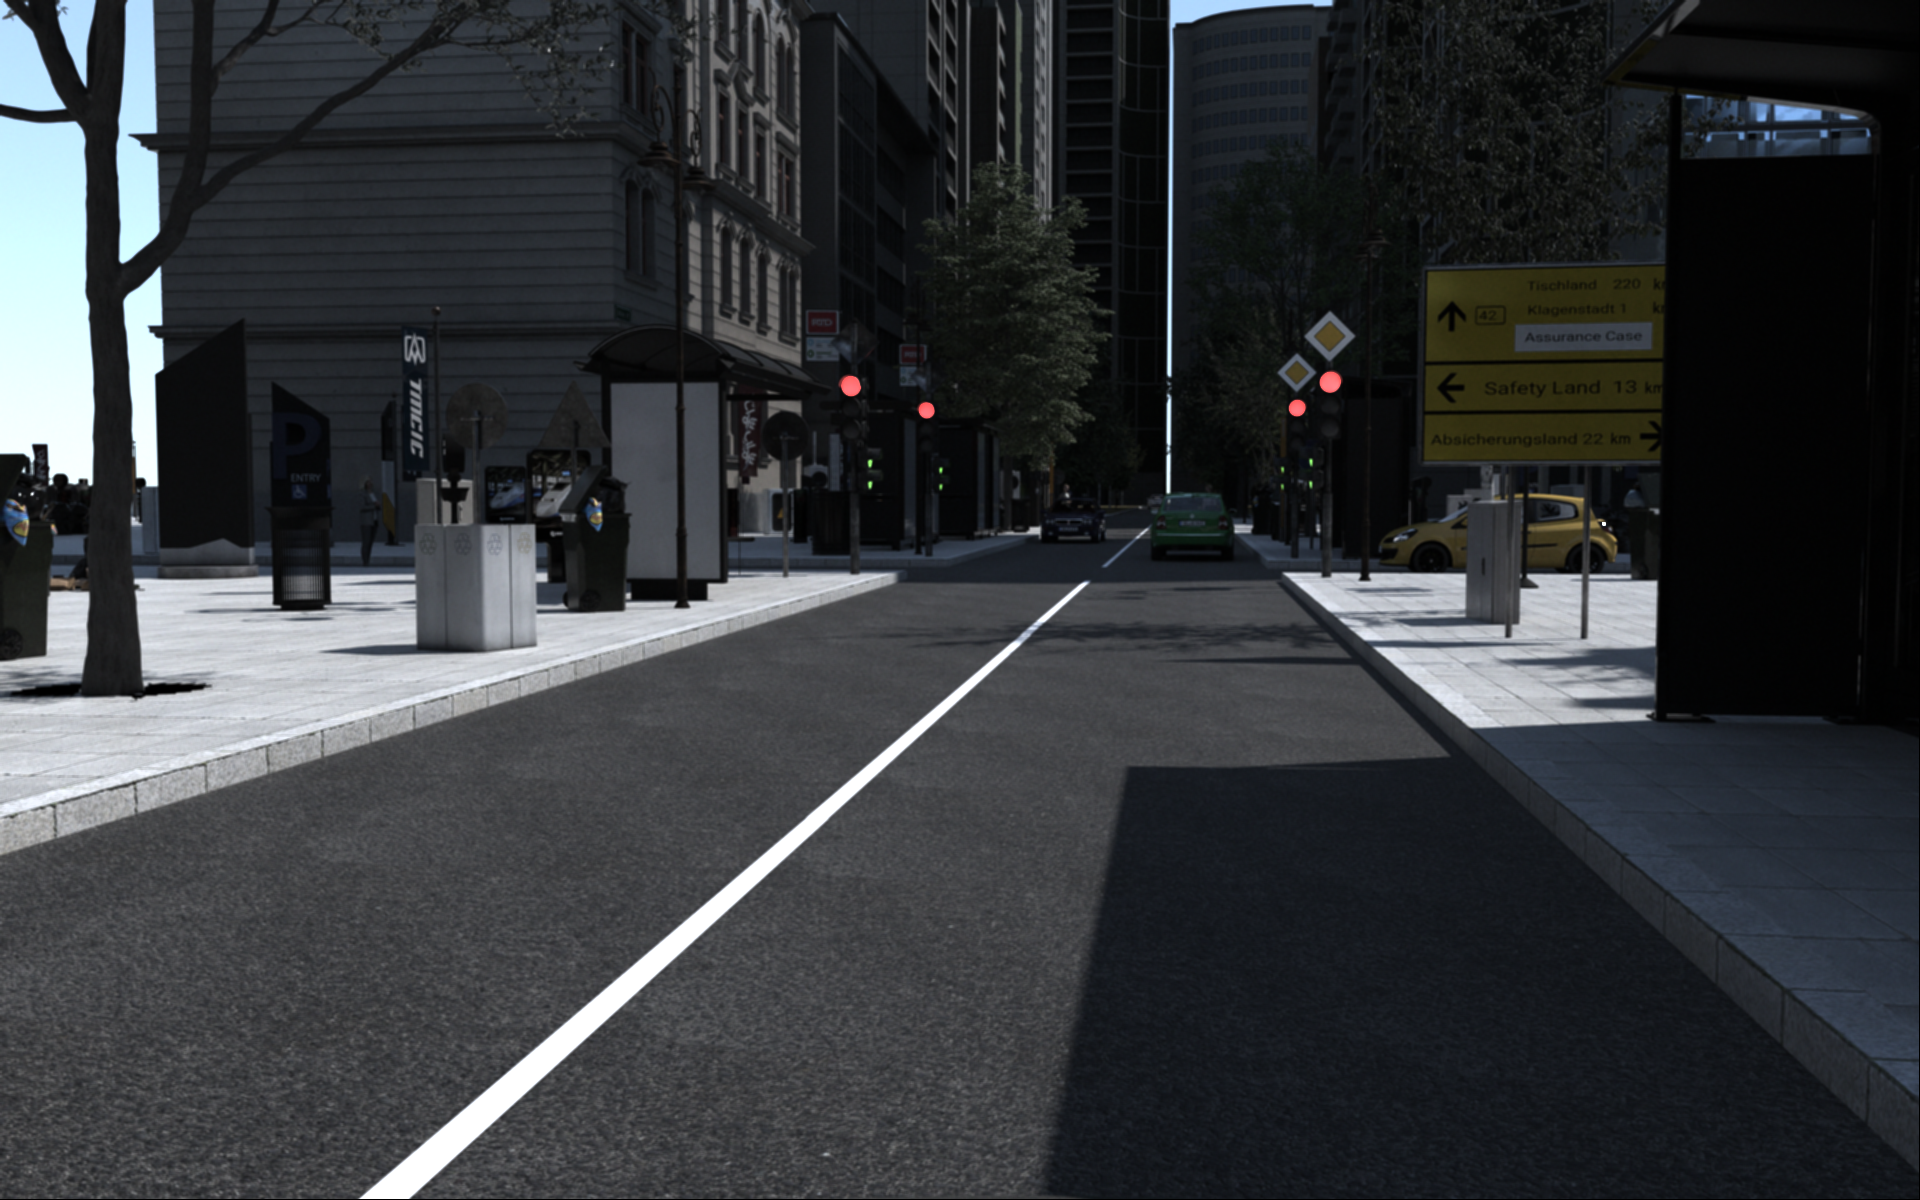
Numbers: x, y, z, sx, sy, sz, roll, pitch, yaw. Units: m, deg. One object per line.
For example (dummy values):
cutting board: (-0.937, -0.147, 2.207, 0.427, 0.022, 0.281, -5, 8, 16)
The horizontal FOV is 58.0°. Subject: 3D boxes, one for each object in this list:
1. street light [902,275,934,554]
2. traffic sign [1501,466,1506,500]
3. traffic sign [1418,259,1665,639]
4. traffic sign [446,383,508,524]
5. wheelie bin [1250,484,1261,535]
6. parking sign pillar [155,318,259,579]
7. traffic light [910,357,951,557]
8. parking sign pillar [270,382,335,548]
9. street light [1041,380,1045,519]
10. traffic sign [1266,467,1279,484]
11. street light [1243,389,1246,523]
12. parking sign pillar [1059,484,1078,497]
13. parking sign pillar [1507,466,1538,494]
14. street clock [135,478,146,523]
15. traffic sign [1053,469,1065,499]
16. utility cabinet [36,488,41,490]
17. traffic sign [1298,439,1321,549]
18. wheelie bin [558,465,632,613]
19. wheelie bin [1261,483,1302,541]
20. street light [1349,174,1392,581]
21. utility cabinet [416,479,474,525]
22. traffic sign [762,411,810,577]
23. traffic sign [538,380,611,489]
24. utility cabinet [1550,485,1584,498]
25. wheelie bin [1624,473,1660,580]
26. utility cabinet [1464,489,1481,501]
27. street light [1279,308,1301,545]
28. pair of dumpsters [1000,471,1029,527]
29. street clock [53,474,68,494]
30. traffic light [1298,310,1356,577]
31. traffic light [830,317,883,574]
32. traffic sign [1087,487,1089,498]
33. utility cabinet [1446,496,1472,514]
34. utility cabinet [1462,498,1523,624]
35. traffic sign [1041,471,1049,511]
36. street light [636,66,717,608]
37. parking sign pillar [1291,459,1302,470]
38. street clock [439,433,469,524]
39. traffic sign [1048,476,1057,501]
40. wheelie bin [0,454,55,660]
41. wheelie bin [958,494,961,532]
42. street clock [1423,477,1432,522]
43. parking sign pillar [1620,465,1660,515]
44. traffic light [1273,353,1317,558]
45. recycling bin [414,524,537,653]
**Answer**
street light: (-0.883, -3.910, 36.717, 0.468, 5.910, 1.993, 0, 4, 7)
traffic sign: (6.994, -1.235, 22.317, 0.606, 2.300, 0.079, 1, 4, 12)
traffic sign: (5.217, -1.311, 15.304, 2.265, 3.308, 0.079, 1, 4, 11)
traffic sign: (-5.536, -1.206, 19.832, 0.768, 2.556, 0.104, 1, 4, 11)
wheelie bin: (9.587, -2.851, 54.525, 0.693, 1.594, 0.980, 2, 4, 33)
parking sign pillar: (-11.609, -2.334, 26.634, 1.447, 3.967, 1.447, -1, 4, -12)
traffic light: (-0.623, -2.848, 35.487, 0.839, 4.253, 0.868, 0, 4, 7)
parking sign pillar: (-15.806, -3.245, 41.521, 1.447, 3.967, 1.447, 0, 4, -6)
street light: (3.371, -5.939, 69.891, 0.468, 5.910, 1.993, 0, 4, 7)
traffic sign: (14.115, -4.757, 77.883, 0.768, 2.556, 0.104, 1, 4, 17)
street light: (12.498, -6.308, 75.921, 0.468, 5.910, 1.993, 0, 4, 7)
parking sign pillar: (6.190, -6.792, 99.514, 1.447, 3.967, 1.447, -3, 5, -41)
parking sign pillar: (25.405, -5.395, 76.688, 1.447, 3.967, 1.447, -3, 4, -36)
street clock: (-36.199, -4.404, 76.571, 0.358, 2.002, 0.471, 0, 4, 6)
traffic sign: (5.012, -5.423, 88.770, 0.768, 2.556, 0.104, 1, 4, 12)
utility cabinet: (-36.600, -3.631, 68.043, 1.173, 1.500, 0.318, 2, 4, 30)
traffic sign: (8.190, -2.456, 40.269, 0.768, 2.556, 0.104, 1, 4, 12)
wheelie bin: (-4.003, -0.682, 19.052, 0.693, 1.594, 0.980, -2, 4, -30)
wheelie bin: (8.993, -2.440, 47.807, 0.980, 1.594, 0.693, 3, 4, 37)
street light: (5.989, -3.220, 25.437, 0.468, 5.910, 1.993, 0, 4, 7)
utility cabinet: (-7.464, -1.016, 25.284, 0.318, 1.500, 1.173, 1, 4, 14)
traffic sign: (-2.686, -1.622, 26.620, 0.768, 2.556, 0.104, 1, 4, 12)
traffic sign: (-4.420, -1.213, 19.840, 0.884, 2.594, 0.081, 1, 4, 11)
utility cabinet: (14.375, -1.981, 41.070, 0.318, 1.500, 1.173, 0, 4, -7)
wheelie bin: (10.419, -1.106, 25.999, 0.980, 1.594, 0.693, 0, 4, -7)
utility cabinet: (22.680, -4.106, 75.816, 1.173, 1.500, 0.318, 2, 4, 29)
street light: (8.202, -4.305, 43.180, 0.468, 5.910, 1.993, 0, 4, 7)
pair of dumpsters: (1.876, -4.128, 69.987, 1.574, 2.255, 4.437, 0, 4, 8)
street clock: (-31.737, -3.461, 61.157, 0.471, 2.002, 0.358, 1, 4, 15)
traffic light: (5.640, -2.306, 26.631, 0.839, 4.253, 0.868, 0, 4, 7)
traffic light: (-1.661, -2.364, 27.569, 0.839, 4.253, 0.868, 0, 4, 7)
traffic sign: (7.018, -5.802, 94.972, 0.768, 2.556, 0.104, 1, 4, 14)
utility cabinet: (21.333, -3.844, 74.007, 1.020, 1.237, 0.306, 0, 4, -3)
utility cabinet: (5.382, -0.389, 17.517, 0.306, 1.237, 1.020, 0, 4, 2)
traffic sign: (4.854, -5.857, 95.761, 0.884, 2.594, 0.081, 1, 4, 9)
street light: (-3.130, -2.847, 19.338, 0.468, 5.910, 1.993, 0, 4, 7)
parking sign pillar: (19.823, -6.948, 102.072, 1.447, 3.967, 1.447, 1, 4, 23)
street clock: (-5.993, -0.977, 20.537, 0.358, 2.002, 0.471, -1, 4, -21)
traffic sign: (5.216, -5.817, 95.207, 0.768, 2.556, 0.104, 1, 4, 17)
wheelie bin: (-7.585, -0.347, 13.579, 0.980, 1.594, 0.693, 1, 4, 16)
wheelie bin: (0.327, -3.129, 59.068, 0.980, 1.594, 0.693, -3, 5, -41)
street clock: (19.277, -4.111, 71.784, 0.471, 2.002, 0.358, 0, 4, 0)
parking sign pillar: (16.252, -3.198, 40.758, 1.447, 3.967, 1.447, 1, 4, 20)
traffic light: (6.678, -2.791, 34.549, 0.839, 4.253, 0.868, 0, 4, 7)
recycling bin: (-4.027, -0.114, 14.425, 0.722, 1.027, 0.722, 2, 4, 26)
